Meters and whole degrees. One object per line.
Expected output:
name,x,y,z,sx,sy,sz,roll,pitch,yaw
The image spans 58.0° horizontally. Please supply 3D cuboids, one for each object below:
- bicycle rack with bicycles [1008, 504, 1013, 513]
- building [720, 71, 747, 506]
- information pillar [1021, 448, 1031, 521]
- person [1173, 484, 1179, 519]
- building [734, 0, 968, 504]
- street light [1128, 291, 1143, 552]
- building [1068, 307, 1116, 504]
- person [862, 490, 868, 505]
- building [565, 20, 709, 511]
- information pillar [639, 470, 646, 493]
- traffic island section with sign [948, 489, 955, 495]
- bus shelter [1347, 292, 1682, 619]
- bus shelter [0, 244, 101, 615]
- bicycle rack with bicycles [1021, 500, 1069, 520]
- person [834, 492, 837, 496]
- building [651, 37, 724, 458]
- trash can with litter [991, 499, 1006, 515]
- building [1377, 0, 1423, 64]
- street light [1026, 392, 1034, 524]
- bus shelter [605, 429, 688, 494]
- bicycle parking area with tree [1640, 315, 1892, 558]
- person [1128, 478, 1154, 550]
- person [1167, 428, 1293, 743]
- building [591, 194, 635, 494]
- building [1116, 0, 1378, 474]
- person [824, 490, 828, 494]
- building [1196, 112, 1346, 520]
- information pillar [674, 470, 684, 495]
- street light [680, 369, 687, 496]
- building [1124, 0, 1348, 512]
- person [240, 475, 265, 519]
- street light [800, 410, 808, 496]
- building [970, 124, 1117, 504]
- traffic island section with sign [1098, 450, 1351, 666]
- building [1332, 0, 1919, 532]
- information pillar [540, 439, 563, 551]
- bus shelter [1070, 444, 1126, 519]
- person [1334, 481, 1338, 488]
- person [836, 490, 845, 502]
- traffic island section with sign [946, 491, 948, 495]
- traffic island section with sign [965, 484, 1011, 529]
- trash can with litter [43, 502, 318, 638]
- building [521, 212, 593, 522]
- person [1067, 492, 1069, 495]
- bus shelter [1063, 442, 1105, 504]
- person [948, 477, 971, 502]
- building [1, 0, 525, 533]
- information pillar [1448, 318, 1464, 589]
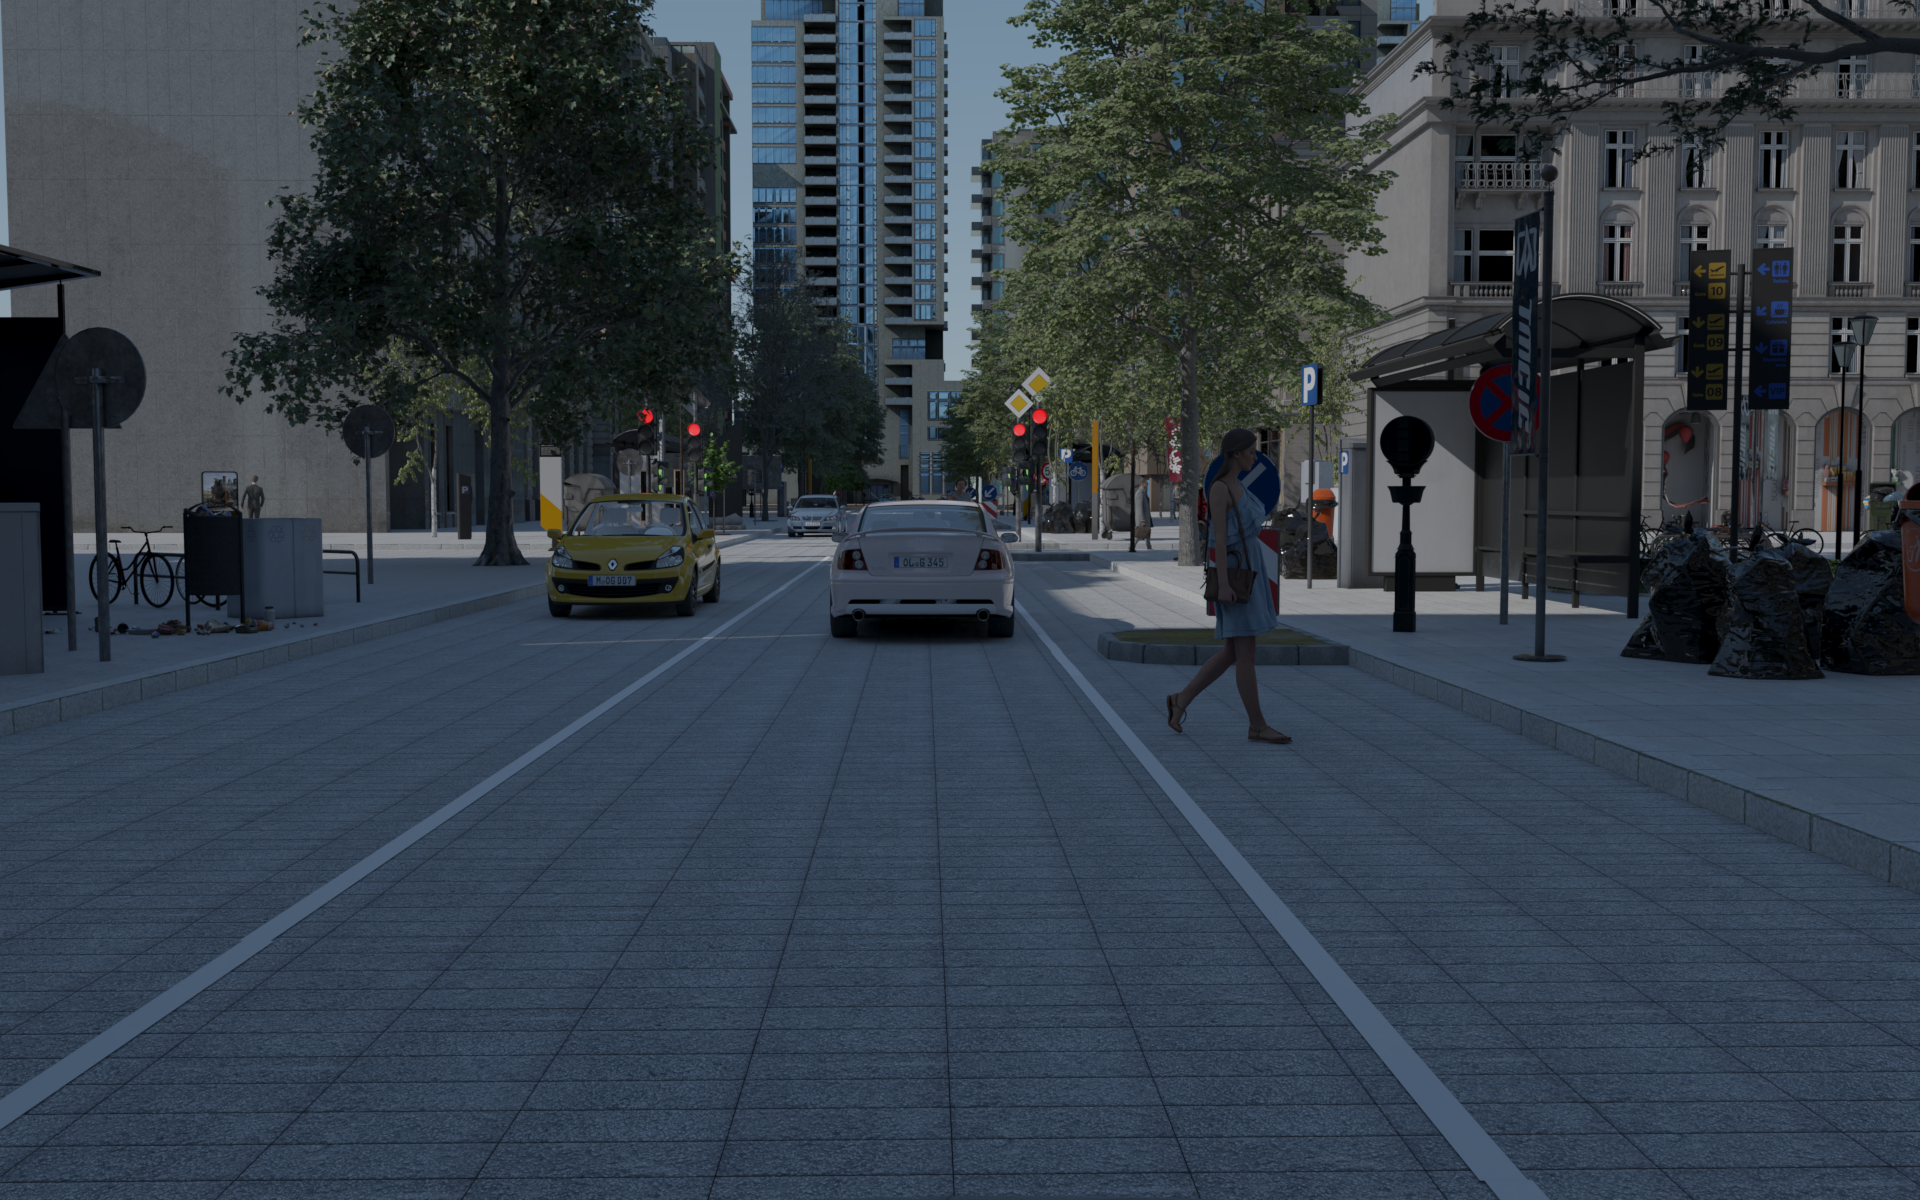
bicycle rack with bicycles,4.961,-6.234,115.302,2.925,0.926,2.852,2,4,35
building,-35.834,-31.760,173.893,28.867,44.769,22.147,0,4,-1
information pillar,3.201,-5.612,83.110,0.504,3.616,0.183,-3,4,-38
person,11.092,-5.012,88.194,0.606,1.804,0.583,-3,5,-44
building,-14.669,-55.763,224.395,31.000,86.520,22.319,0,4,-1
street light,3.800,-3.988,37.986,0.468,5.910,1.993,0,4,-1
building,25.787,-20.042,172.729,27.650,21.520,28.899,0,4,-1
person,-10.848,-11.649,197.029,0.721,1.766,1.217,-2,4,-35
building,-35.751,-26.961,132.686,32.217,40.220,23.993,0,4,-1
information pillar,-9.718,-2.988,53.351,0.304,2.012,0.304,-1,4,-14
traffic island section with sign,0.480,-5.487,98.342,1.989,1.847,2.006,0,4,-1
bus shelter,6.171,-1.606,20.187,2.014,3.302,5.546,0,4,-1
bus shelter,-9.857,-1.468,15.291,1.731,3.624,6.357,0,4,-1
bicycle rack with bicycles,5.031,-4.492,86.819,2.925,0.926,2.852,-2,4,-31
person,-12.190,-9.974,170.051,0.436,1.711,0.756,0,4,8
building,-28.632,-28.648,151.987,14.154,41.232,14.086,0,4,-1
trash can with litter,2.267,-5.686,104.359,1.055,1.170,0.624,0,4,6
building,47.313,-55.880,226.310,31.000,86.520,22.319,0,4,-1
street light,2.960,-6.180,73.832,0.468,5.910,1.993,0,4,-1
bus shelter,-10.020,-3.823,56.422,2.014,3.302,5.546,0,4,-1
bicycle parking area with tree,15.470,-2.657,30.449,9.016,4.147,8.231,3,4,37
person,4.424,-2.021,41.648,0.767,1.812,0.694,0,4,7
person,1.545,-0.088,10.031,0.778,1.811,0.616,2,4,28
building,-24.568,-15.717,106.118,9.793,20.994,18.267,0,4,-1
building,22.403,-43.313,146.427,20.563,71.187,20.611,0,4,-1
person,-12.009,-8.988,153.715,0.721,1.743,1.217,-3,5,-43
building,19.208,-15.292,100.933,10.553,20.767,40.483,0,4,-1
information pillar,-8.463,-2.919,52.224,0.304,2.012,0.304,-1,4,-10
street light,-7.511,-4.520,46.693,0.468,5.910,1.993,0,4,-1
building,20.120,-29.338,129.791,14.600,45.320,14.200,0,4,-1
person,-21.149,-2.815,51.847,0.659,1.850,0.755,-1,4,-15
street light,-8.448,-7.408,93.907,0.468,5.910,1.993,0,4,-1
building,16.591,-37.140,226.850,30.456,49.044,23.786,0,4,-1
traffic island section with sign,2.264,-0.415,15.419,1.989,1.847,2.006,0,4,-1
building,26.975,-13.557,63.464,24.055,21.916,13.314,0,4,-1
information pillar,-9.144,-2.901,38.788,0.504,3.616,0.183,0,3,0
bus shelter,5.575,-4.781,72.098,2.014,3.302,5.546,0,4,-1
person,13.680,-3.477,63.079,0.728,1.800,0.709,-3,5,-41
person,-10.574,-8.849,151.442,1.217,1.743,0.721,-3,5,-40
traffic island section with sign,-0.593,-8.565,148.673,1.989,1.847,2.006,0,4,-1
traffic island section with sign,1.071,-3.815,70.997,1.989,1.847,2.006,0,4,-1
trash can with litter,-7.330,-0.314,16.187,2.233,1.210,1.678,0,4,-3
building,-25.010,-15.772,86.746,11.050,23.489,19.941,0,4,-1
person,9.343,-8.502,145.738,0.721,1.739,1.217,-3,5,-39
bus shelter,5.885,-5.528,81.662,1.731,3.624,6.357,0,4,-1
person,-0.054,-1.636,35.604,0.716,1.782,0.532,-2,4,-24
building,-25.089,-15.171,66.071,12.078,24.808,19.932,0,4,-1
information pillar,6.672,-1.959,23.391,0.183,3.616,0.504,2,4,31
